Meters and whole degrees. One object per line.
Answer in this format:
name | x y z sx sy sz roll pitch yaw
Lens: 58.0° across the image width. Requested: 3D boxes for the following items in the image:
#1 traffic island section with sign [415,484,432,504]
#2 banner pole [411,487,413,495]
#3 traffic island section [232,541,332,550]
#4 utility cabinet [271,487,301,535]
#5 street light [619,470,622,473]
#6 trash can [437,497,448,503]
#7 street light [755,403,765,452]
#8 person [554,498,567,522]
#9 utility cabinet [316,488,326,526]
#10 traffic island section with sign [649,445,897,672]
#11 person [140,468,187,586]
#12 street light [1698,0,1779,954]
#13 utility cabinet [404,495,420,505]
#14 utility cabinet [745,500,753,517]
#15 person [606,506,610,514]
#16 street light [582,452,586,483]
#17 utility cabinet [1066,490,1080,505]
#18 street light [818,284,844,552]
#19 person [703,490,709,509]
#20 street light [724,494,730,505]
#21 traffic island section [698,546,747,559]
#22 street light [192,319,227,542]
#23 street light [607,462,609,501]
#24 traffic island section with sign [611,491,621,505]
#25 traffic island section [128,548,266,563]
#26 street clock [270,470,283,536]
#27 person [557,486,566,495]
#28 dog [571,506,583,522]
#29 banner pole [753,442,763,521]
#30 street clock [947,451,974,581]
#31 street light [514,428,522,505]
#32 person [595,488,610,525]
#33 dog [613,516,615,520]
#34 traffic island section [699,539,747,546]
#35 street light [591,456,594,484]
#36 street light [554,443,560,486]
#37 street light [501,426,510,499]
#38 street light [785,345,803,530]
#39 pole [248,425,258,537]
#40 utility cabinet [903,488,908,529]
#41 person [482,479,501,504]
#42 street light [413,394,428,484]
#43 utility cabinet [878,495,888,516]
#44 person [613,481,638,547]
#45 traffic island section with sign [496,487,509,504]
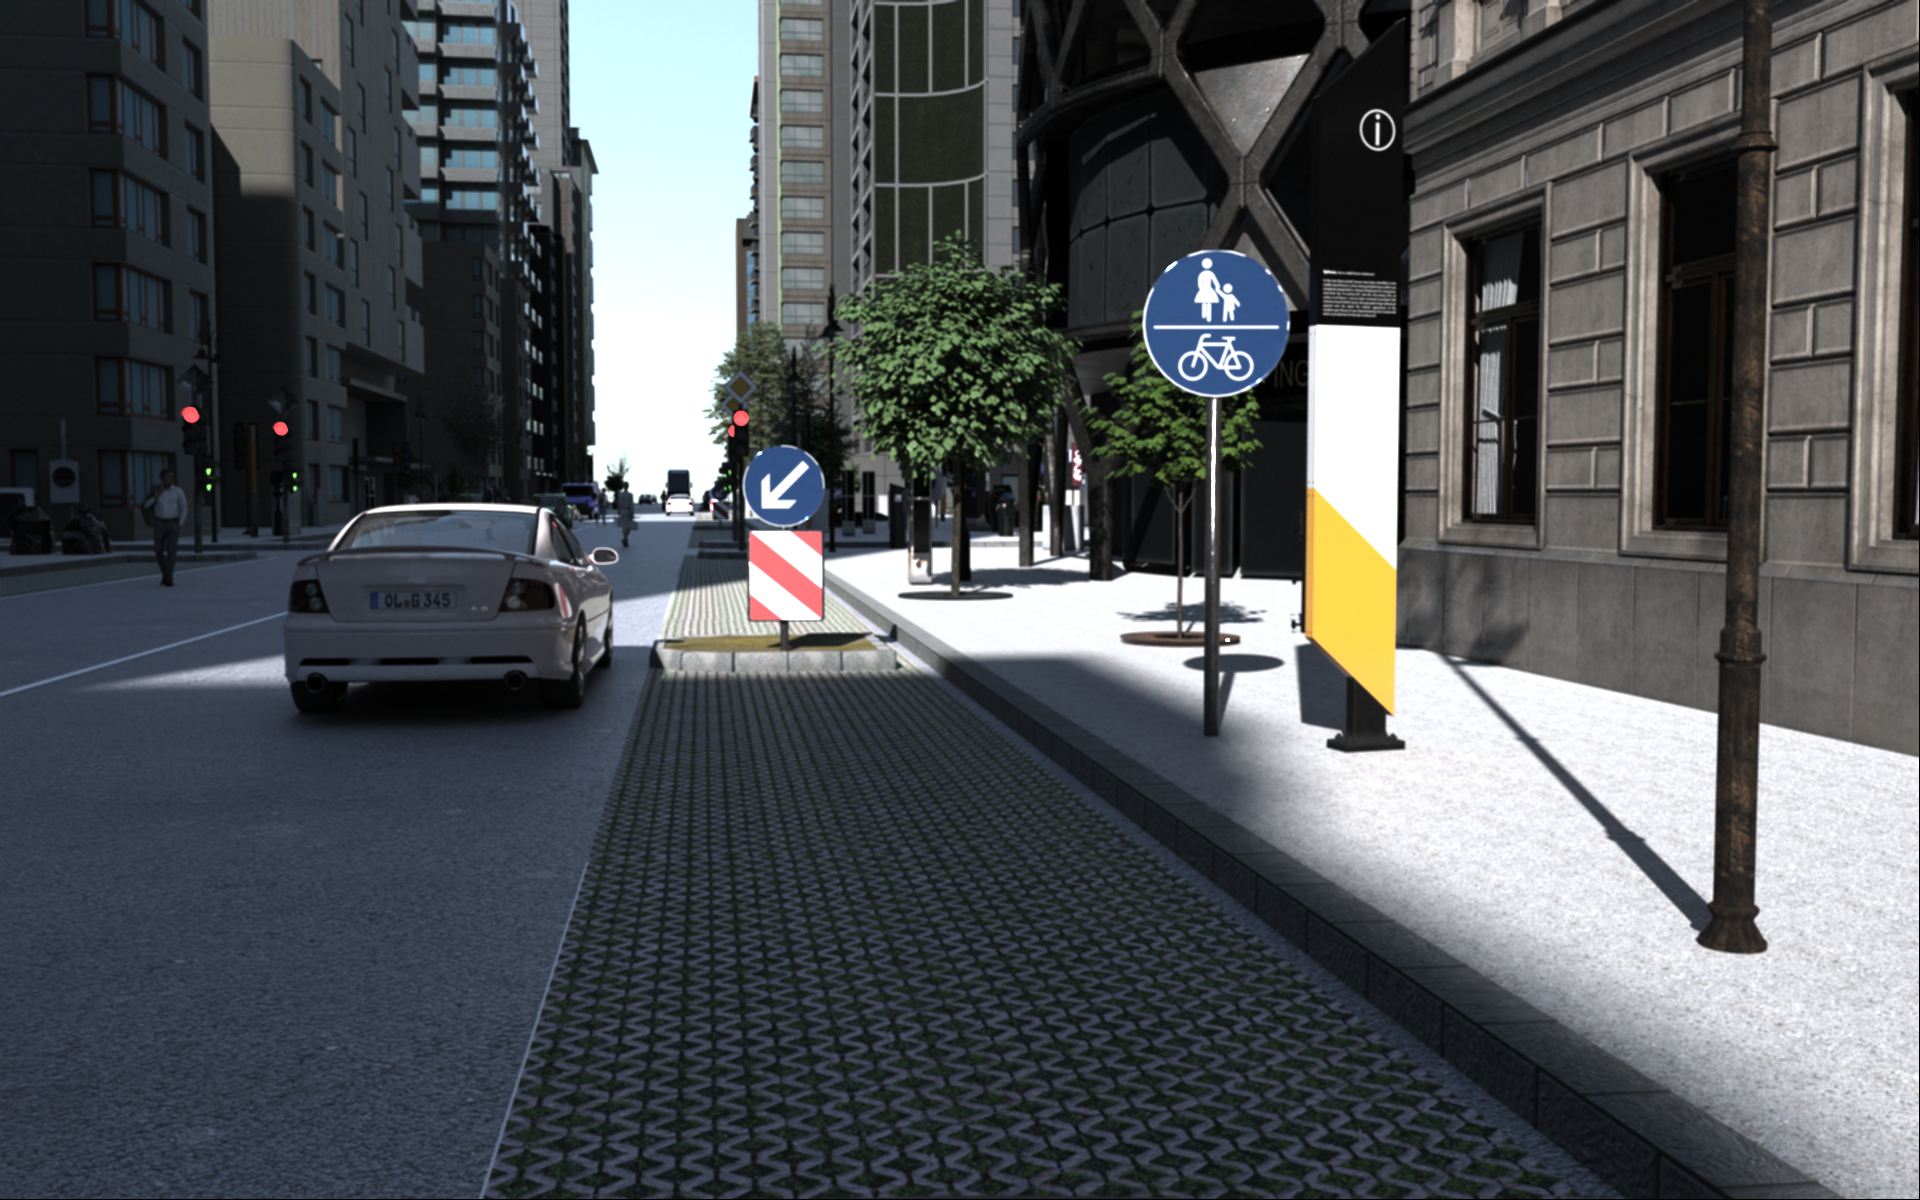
traffic island section with sign | -21.054 -3.629 67.956 1.989 1.847 2.006 -1 4 -8
banner pole | -36.394 -7.613 114.493 0.863 3.779 0.401 1 4 23
traffic island section | -17.711 -1.419 45.485 2.009 0.180 2.903 -1 4 -8
utility cabinet | -20.924 -2.761 53.825 0.318 1.500 1.173 1 4 9
street light | -53.072 -18.205 270.437 0.468 5.910 1.993 -1 4 -8
trash can | -29.220 -5.259 97.642 0.748 1.137 0.748 0 3 0
street light | -10.056 -7.013 87.448 0.468 5.910 1.993 -1 4 -8
person | -14.044 -2.943 60.893 0.640 1.303 0.475 3 5 41
utility cabinet | -25.076 -3.629 68.008 0.318 1.500 1.173 -1 4 -22
traffic island section with sign | -1.640 -0.378 14.805 1.989 1.847 2.006 -1 4 -8
person | -12.488 -1.136 27.182 0.679 1.850 0.850 -1 4 -17
street light | 2.194 -1.954 4.740 0.468 5.910 1.993 -1 4 -8
utility cabinet | -27.403 -4.615 86.621 0.306 1.237 1.020 1 4 13
utility cabinet | -11.954 -5.312 98.014 0.306 1.237 1.020 0 4 2
person | -24.330 -6.340 117.656 1.012 1.151 0.738 0 4 1
street light | -41.023 -13.243 189.308 0.468 5.910 1.993 -1 4 -8
utility cabinet | 6.537 -5.402 97.001 1.173 1.500 0.318 1 4 13
street light | -2.835 -4.003 38.231 0.468 5.910 1.993 -1 4 -8
person | -24.366 -9.683 166.827 0.705 1.822 1.348 3 4 37
street light | -28.374 -14.565 210.930 0.468 5.910 1.993 -1 4 -8
traffic island section | -4.926 -1.040 39.293 2.009 0.180 2.903 -1 4 -8
street light | -19.806 -4.468 45.837 0.468 5.910 1.993 -1 4 -8
street light | -48.056 -16.147 236.791 0.468 5.910 1.993 -1 4 -8
traffic island section with sign | -44.263 -13.228 224.902 1.989 1.847 2.006 -1 4 -8
traffic island section | -16.543 -0.936 37.586 2.009 0.180 2.903 -1 4 -8
street clock | -20.837 -2.957 52.921 0.358 2.002 0.471 1 4 13
person | -17.981 -4.236 77.856 0.616 1.811 0.778 -2 4 -24
dog | -19.832 -4.481 90.098 0.513 0.831 0.800 -3 5 -43
banner pole | -9.652 -5.689 83.029 0.401 3.779 0.863 3 4 37
street clock | 0.033 -1.282 25.531 0.358 2.002 0.471 -2 4 -34
street light | -30.999 -9.111 121.747 0.468 5.910 1.993 -1 4 -8
person | -16.488 -4.313 79.850 0.643 1.720 0.563 2 4 30
dog | -16.222 -3.793 82.205 0.748 0.427 0.550 -2 4 -34
traffic island section | -6.095 -1.524 47.192 2.009 0.180 2.903 -1 4 -8
street light | -43.160 -14.097 203.280 0.468 5.910 1.993 -1 4 -8
street light | -36.120 -11.178 155.547 0.468 5.910 1.993 -1 4 -8
street light | -29.833 -8.617 113.675 0.468 5.910 1.993 -1 4 -8
street light | -5.159 -4.963 53.938 0.468 5.910 1.993 -1 4 -8
pole | -20.894 -3.507 51.185 0.158 3.312 0.155 0 3 0
utility cabinet | -1.802 -3.294 62.536 0.318 1.500 1.173 -1 4 -15
person | -14.508 -2.804 53.715 0.474 1.900 0.648 0 4 1
street light | -24.944 -6.567 80.163 0.468 5.910 1.993 -1 4 -8
utility cabinet | -4.005 -5.117 94.817 1.020 1.237 0.306 3 5 42
person | -9.127 -2.341 47.126 0.694 1.780 0.624 2 4 30
traffic island section with sign | -25.021 -5.271 94.809 1.989 1.847 2.006 -1 4 -8
